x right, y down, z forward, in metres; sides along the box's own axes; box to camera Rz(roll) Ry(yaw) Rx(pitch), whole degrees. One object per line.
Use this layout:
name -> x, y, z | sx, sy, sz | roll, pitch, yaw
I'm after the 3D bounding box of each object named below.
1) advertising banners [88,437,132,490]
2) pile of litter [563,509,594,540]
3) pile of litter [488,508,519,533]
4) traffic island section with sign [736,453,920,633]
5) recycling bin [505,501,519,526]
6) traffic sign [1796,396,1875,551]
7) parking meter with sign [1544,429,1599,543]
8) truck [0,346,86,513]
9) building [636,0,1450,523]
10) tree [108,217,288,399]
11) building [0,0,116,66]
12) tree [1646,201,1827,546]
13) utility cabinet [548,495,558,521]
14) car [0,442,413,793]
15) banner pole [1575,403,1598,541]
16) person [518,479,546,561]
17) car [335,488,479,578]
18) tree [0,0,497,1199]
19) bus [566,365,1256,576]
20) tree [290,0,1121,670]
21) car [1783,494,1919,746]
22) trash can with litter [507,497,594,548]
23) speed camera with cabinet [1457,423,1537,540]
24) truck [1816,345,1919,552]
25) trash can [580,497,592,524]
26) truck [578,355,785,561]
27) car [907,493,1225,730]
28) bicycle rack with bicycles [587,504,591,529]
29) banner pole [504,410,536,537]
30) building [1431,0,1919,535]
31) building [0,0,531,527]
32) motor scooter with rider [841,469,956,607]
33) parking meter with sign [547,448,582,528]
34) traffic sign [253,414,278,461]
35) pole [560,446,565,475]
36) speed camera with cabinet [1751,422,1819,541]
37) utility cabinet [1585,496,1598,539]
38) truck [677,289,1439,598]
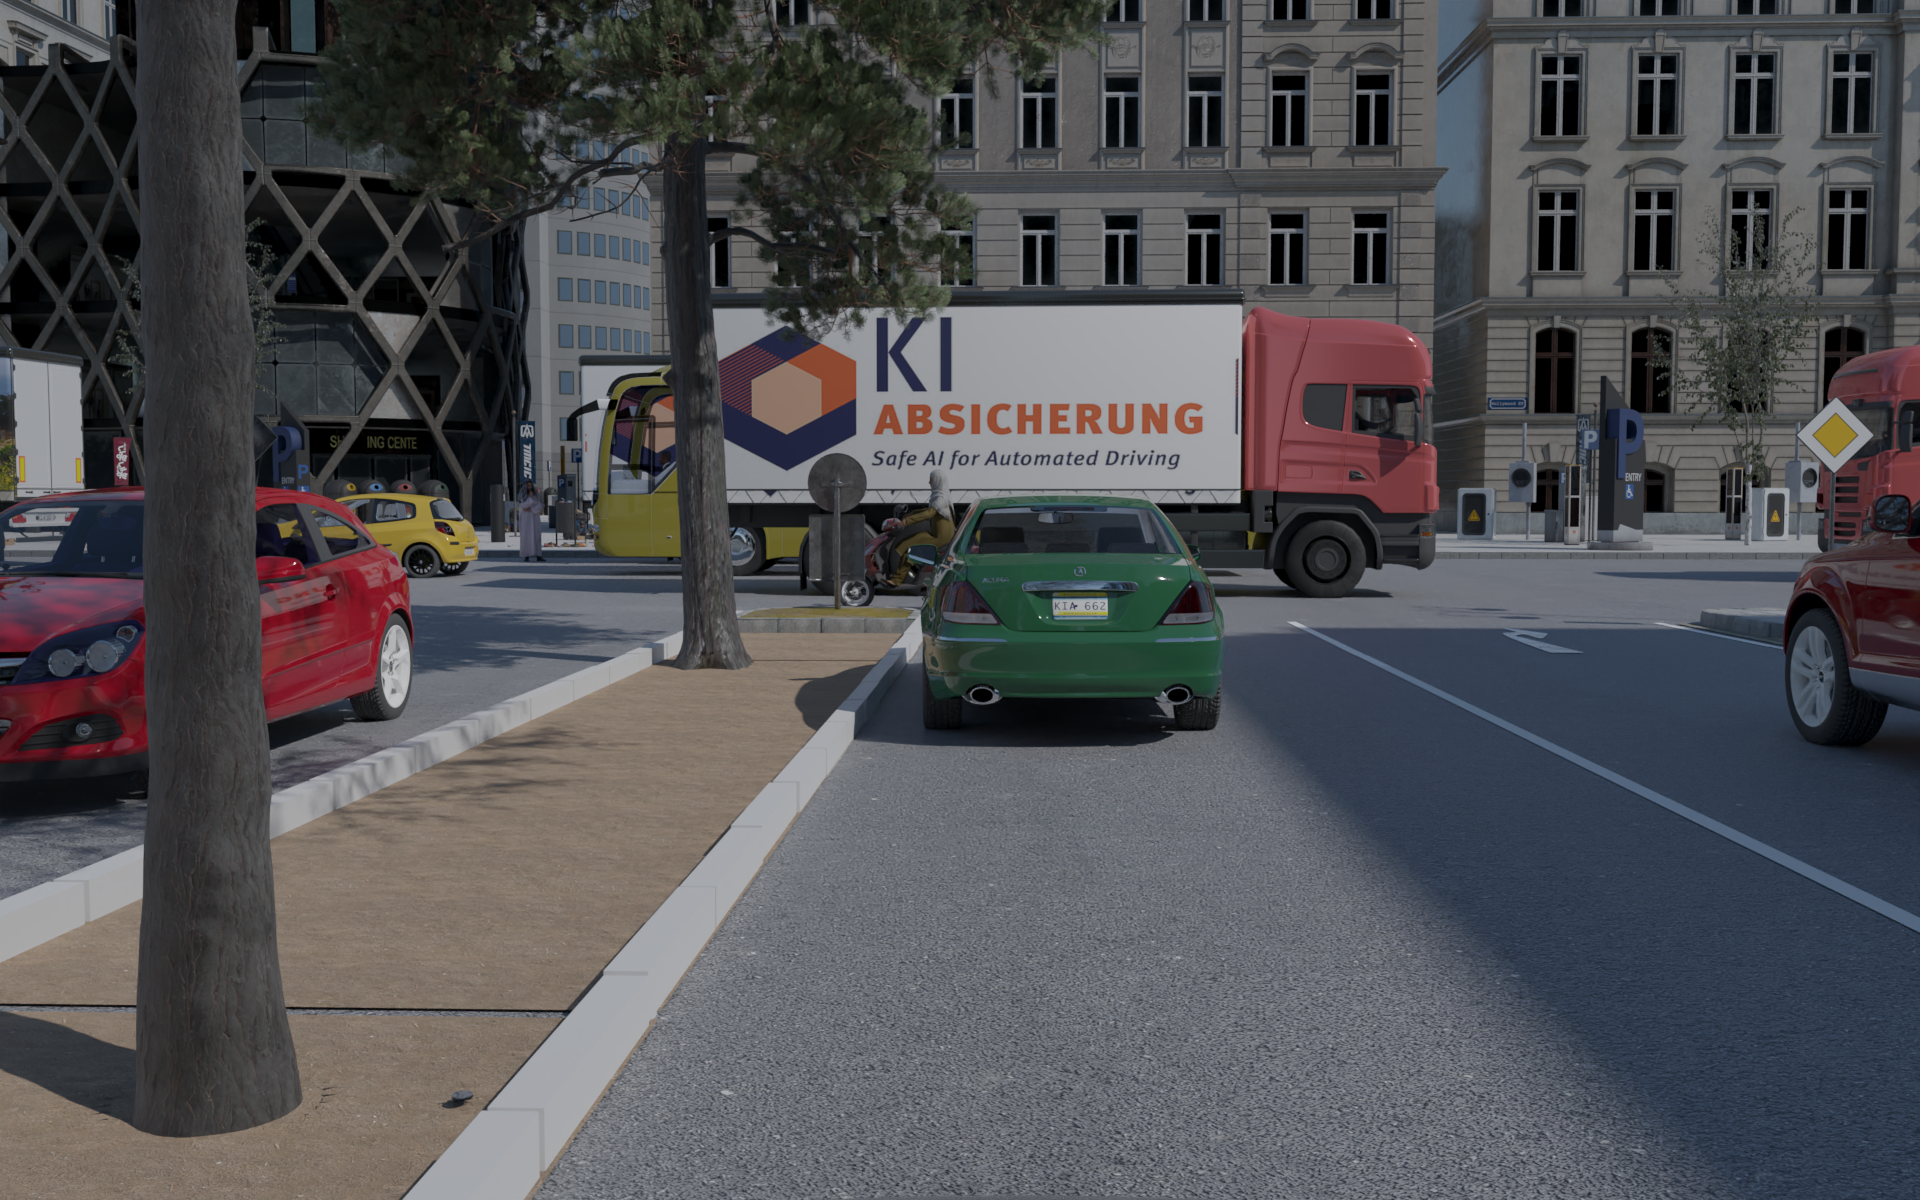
advertising banners -> -26.378, -3.468, 52.882 | 2.074, 3.025, 0.090 | -2, 4, -35
pile of litter -> -10.498, -2.129, 48.769 | 1.176, 0.858, 1.719 | 2, 4, 33
pile of litter -> -14.986, -2.691, 57.971 | 1.719, 0.858, 1.176 | -1, 4, -17
traffic island section with sign -> -1.395, -0.643, 18.650 | 2.006, 1.907, 1.989 | 0, 4, 2
recycling bin -> -15.267, -2.902, 59.999 | 0.722, 1.027, 0.722 | 2, 4, 32
traffic sign -> 9.021, -0.874, 17.929 | 0.795, 2.450, 0.064 | 0, 4, 2
parking meter with sign -> 16.333, -3.058, 46.261 | 1.738, 3.016, 0.543 | -2, 4, -35
truck -> -23.429, -2.779, 34.346 | 11.283, 4.237, 2.839 | 0, 4, 4
building -> 2.644, -15.983, 58.587 | 25.104, 27.353, 12.463 | 0, 4, 2
tree -> -18.831, -5.705, 43.639 | 4.360, 8.622, 3.978 | 0, 3, 0
building -> -54.861, -17.554, 63.425 | 44.131, 29.872, 17.030 | 0, 4, 2
tree -> 19.422, -5.662, 42.941 | 4.360, 8.622, 3.978 | 0, 3, 0
utility cabinet -> -18.890, -4.312, 81.665 | 1.020, 1.237, 0.306 | 0, 4, -7
car -> -4.494, -0.033, 9.577 | 2.155, 1.783, 4.494 | 0, 4, 1
banner pole -> 17.275, -3.528, 47.694 | 0.401, 3.779, 0.863 | -2, 4, -32
person -> -9.136, -1.689, 36.791 | 0.621, 1.740, 0.551 | 3, 5, 40
car -> -10.500, -1.225, 30.249 | 3.980, 1.641, 2.015 | 0, 4, 3
tree -> -1.692, -5.543, 3.451 | 12.009, 13.543, 11.850 | 0, 3, 0
bus -> -0.613, -2.416, 31.053 | 12.252, 3.916, 2.896 | 0, 4, 2
tree -> -2.251, -6.376, 14.129 | 7.806, 13.903, 7.818 | 0, 3, 0
car -> 5.795, 0.027, 8.226 | 2.281, 1.827, 5.304 | 0, 4, 3
trash can with litter -> -9.895, -1.901, 42.134 | 2.233, 1.210, 1.678 | 1, 4, 15
speed camera with cabinet -> 15.015, -3.309, 48.432 | 2.038, 3.252, 0.660 | 2, 4, 26
truck -> 19.407, -2.392, 28.021 | 11.283, 4.237, 2.839 | 0, 4, 4
trash can -> -16.164, -3.907, 75.532 | 0.748, 1.137, 0.748 | 0, 3, 0
truck -> -2.014, -2.875, 35.926 | 11.283, 4.237, 2.839 | 0, 4, 2
car -> 0.679, -0.010, 11.969 | 2.131, 1.459, 4.920 | 0, 4, 0
bicycle rack with bicycles -> -12.751, -3.146, 64.826 | 2.852, 0.926, 2.925 | 0, 4, -2
banner pole -> -13.148, -3.794, 52.047 | 0.863, 3.779, 0.401 | -1, 4, -22
building -> 33.636, -14.643, 58.496 | 34.723, 24.649, 14.460 | 0, 4, 2
building -> -24.335, -11.947, 62.793 | 16.811, 18.784, 16.820 | 0, 4, 2
motor scooter with rider -> -0.524, -0.758, 21.352 | 1.986, 1.779, 0.876 | 0, 4, 4
parking meter with sign -> -14.879, -4.228, 65.392 | 0.543, 3.016, 1.738 | 1, 4, 21
traffic sign -> -7.710, -0.915, 18.599 | 0.795, 2.450, 0.064 | 0, 4, 2
pole -> -16.747, -4.847, 73.088 | 0.158, 3.312, 0.155 | 0, 3, 0
speed camera with cabinet -> 22.531, -3.245, 47.392 | 2.038, 3.252, 0.660 | -1, 4, -23
utility cabinet -> 17.984, -2.363, 49.795 | 1.020, 1.237, 0.306 | -1, 4, -21
truck -> 1.703, -2.209, 25.025 | 11.283, 4.237, 2.839 | 0, 4, 4
